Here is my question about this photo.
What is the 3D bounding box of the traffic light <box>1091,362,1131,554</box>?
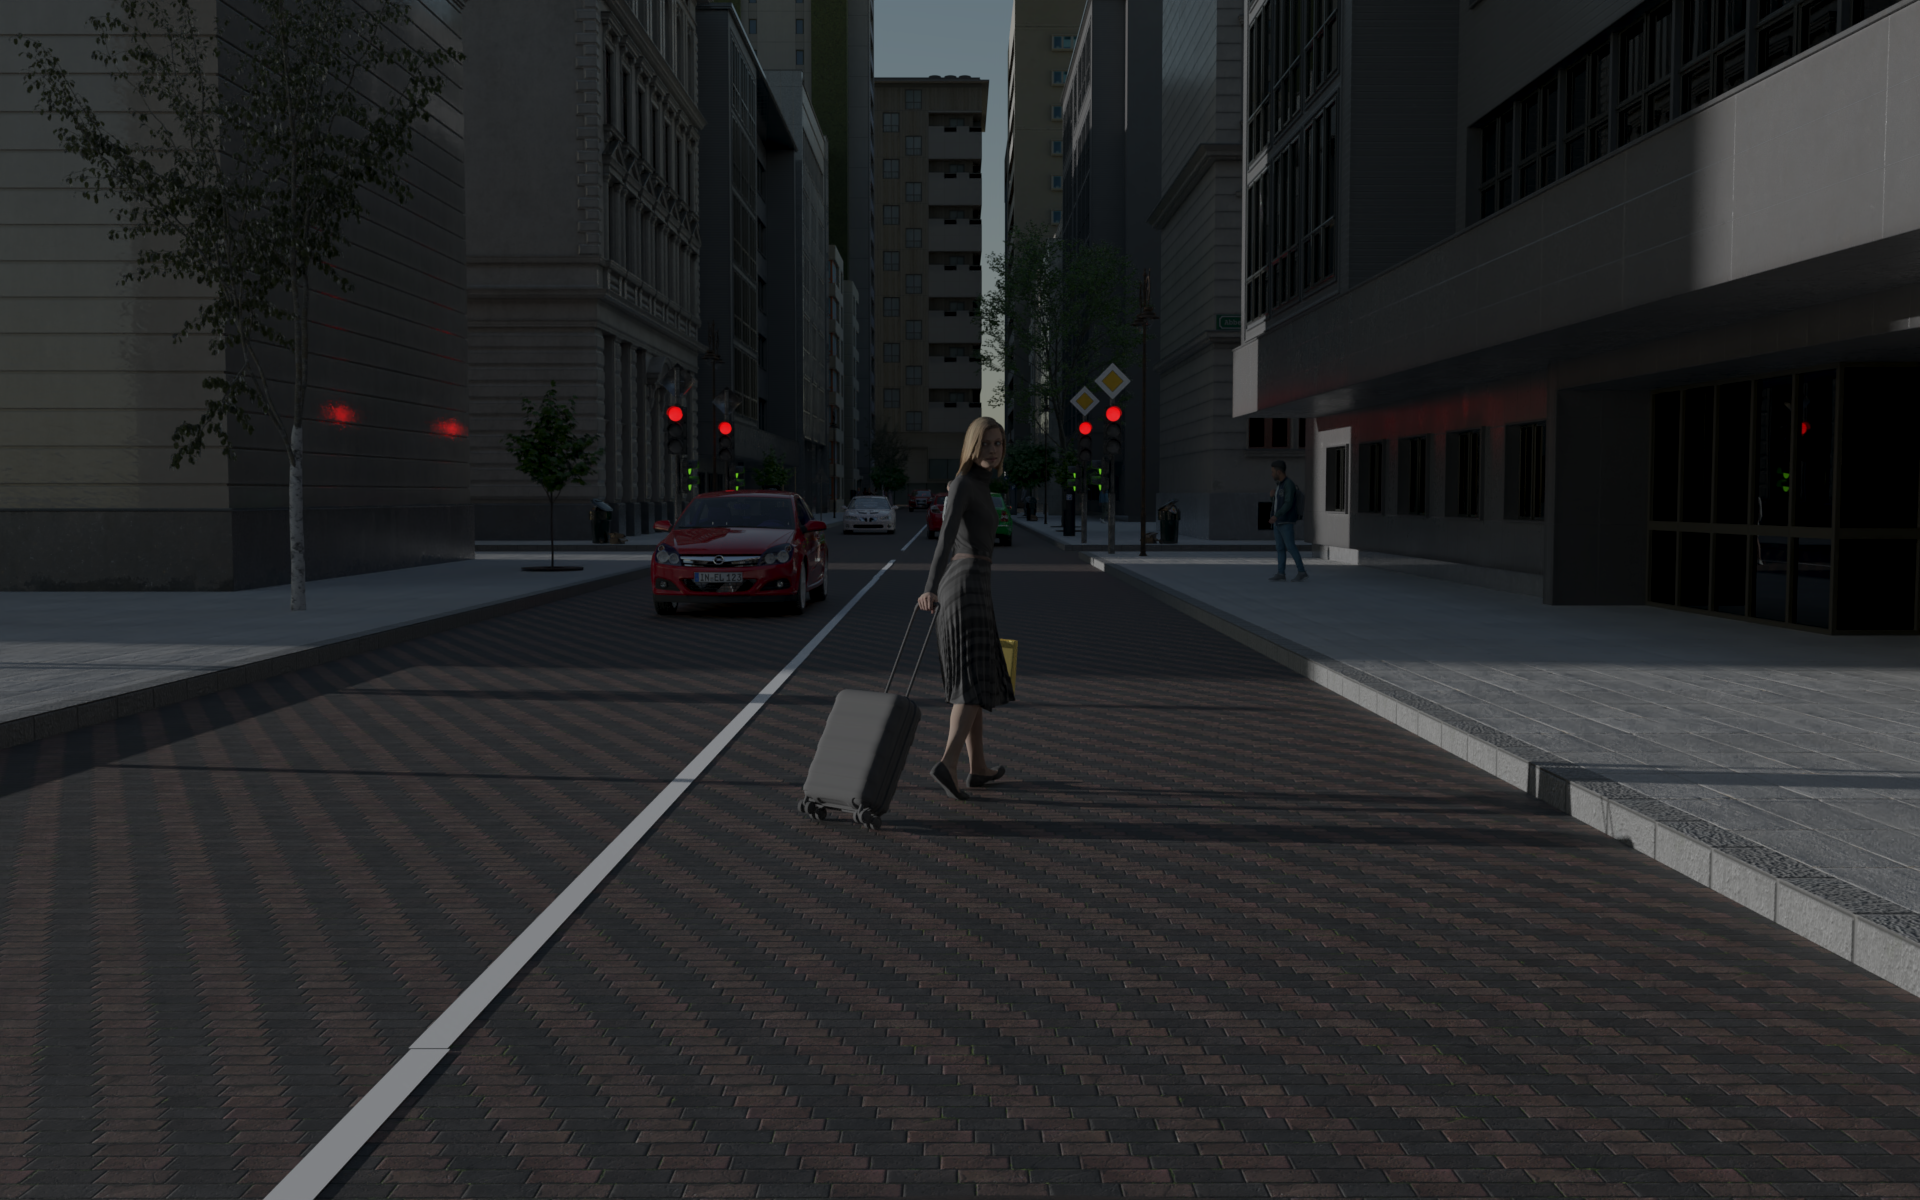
[{"bbox_3d":[3.239,-2.948,37.124,0.839,4.253,0.868,0,4,0],"label":"traffic light"}]

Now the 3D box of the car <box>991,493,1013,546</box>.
[{"bbox_3d":[0.536,-2.464,49.080,1.959,1.807,4.718,0,4,-1],"label":"car"}]

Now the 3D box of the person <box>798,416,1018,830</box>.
[{"bbox_3d":[-0.171,0.041,8.043,0.699,1.804,1.509,3,5,41],"label":"person"}]

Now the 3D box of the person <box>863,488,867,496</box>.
[{"bbox_3d":[-7.979,-8.582,146.328,0.705,1.831,1.348,-3,5,-40],"label":"person"}]

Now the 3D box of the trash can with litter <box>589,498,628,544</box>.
[{"bbox_3d":[-9.029,-2.032,44.616,1.055,1.170,0.624,2,4,23],"label":"trash can with litter"}]

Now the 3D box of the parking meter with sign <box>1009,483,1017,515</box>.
[{"bbox_3d":[3.259,-6.695,105.729,0.543,3.016,1.738,0,4,-7],"label":"parking meter with sign"}]

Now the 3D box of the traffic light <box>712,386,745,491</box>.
[{"bbox_3d":[-6.040,-3.434,45.072,0.839,4.253,0.868,0,4,0],"label":"traffic light"}]

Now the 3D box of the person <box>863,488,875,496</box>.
[{"bbox_3d":[-6.815,-7.574,130.401,1.217,1.766,0.721,-1,4,-20],"label":"person"}]

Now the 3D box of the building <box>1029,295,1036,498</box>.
[{"bbox_3d":[19.917,-17.915,137.948,27.650,21.520,28.899,0,4,0],"label":"building"}]

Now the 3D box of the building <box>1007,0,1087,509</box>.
[{"bbox_3d":[15.394,-32.950,162.435,21.300,48.544,21.600,0,4,0],"label":"building"}]

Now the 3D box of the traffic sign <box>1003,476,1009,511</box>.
[{"bbox_3d":[3.306,-7.222,118.187,0.768,2.556,0.104,1,4,9],"label":"traffic sign"}]

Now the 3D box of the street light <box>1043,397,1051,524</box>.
[{"bbox_3d":[3.647,-6.167,73.619,0.468,5.910,1.993,0,4,0],"label":"street light"}]

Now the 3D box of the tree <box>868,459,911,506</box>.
[{"bbox_3d":[-6.977,-10.941,162.603,4.285,4.588,4.351,0,3,0],"label":"tree"}]

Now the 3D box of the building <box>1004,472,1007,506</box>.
[{"bbox_3d":[15.179,-45.539,182.809,20.563,71.187,20.611,0,4,0],"label":"building"}]

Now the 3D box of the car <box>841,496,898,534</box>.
[{"bbox_3d":[-3.286,-3.107,63.157,2.083,1.381,4.827,0,4,-1],"label":"car"}]

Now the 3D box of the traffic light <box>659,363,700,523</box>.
[{"bbox_3d":[-6.022,-2.946,37.087,0.839,4.253,0.868,0,4,0],"label":"traffic light"}]

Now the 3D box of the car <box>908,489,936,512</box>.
[{"bbox_3d":[-3.086,-8.049,140.273,2.281,1.827,5.304,0,3,0],"label":"car"}]

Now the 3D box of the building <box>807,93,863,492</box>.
[{"bbox_3d":[-25.443,-28.668,160.607,32.217,40.220,23.993,0,4,0],"label":"building"}]

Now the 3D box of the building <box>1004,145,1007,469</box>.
[{"bbox_3d":[12.705,-34.391,212.403,14.200,45.320,14.600,0,4,0],"label":"building"}]

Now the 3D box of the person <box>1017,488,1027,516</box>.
[{"bbox_3d":[3.685,-5.719,99.664,0.853,1.813,0.709,0,4,-7],"label":"person"}]

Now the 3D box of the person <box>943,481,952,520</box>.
[{"bbox_3d":[-0.154,-1.559,34.990,0.512,1.701,0.522,-3,4,-37],"label":"person"}]

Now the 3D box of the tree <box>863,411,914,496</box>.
[{"bbox_3d":[-6.730,-12.385,152.857,4.360,8.622,3.978,0,3,0],"label":"tree"}]

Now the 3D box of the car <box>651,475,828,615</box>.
[{"bbox_3d":[-2.716,-0.789,21.947,2.155,1.783,4.494,0,4,1],"label":"car"}]

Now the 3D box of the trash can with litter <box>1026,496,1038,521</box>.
[{"bbox_3d":[3.466,-4.298,81.662,0.624,1.170,1.055,-1,4,-14],"label":"trash can with litter"}]

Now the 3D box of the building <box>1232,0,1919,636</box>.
[{"bbox_3d":[12.550,-12.278,19.806,14.314,24.678,30.058,0,4,0],"label":"building"}]

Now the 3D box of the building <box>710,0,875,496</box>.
[{"bbox_3d":[-23.212,-39.177,182.539,28.212,58.520,21.231,0,4,0],"label":"building"}]

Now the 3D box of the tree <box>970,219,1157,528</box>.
[{"bbox_3d":[3.932,-8.600,66.358,9.928,11.665,9.643,0,3,0],"label":"tree"}]

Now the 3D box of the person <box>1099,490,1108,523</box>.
[{"bbox_3d":[6.293,-4.235,75.632,0.444,1.785,0.601,-1,4,-13],"label":"person"}]

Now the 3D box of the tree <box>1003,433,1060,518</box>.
[{"bbox_3d":[3.708,-6.669,92.744,4.285,4.588,4.351,0,3,0],"label":"tree"}]

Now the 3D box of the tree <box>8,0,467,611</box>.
[{"bbox_3d":[-7.541,-4.191,18.888,4.360,8.622,3.978,0,3,0],"label":"tree"}]

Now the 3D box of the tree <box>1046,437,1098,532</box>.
[{"bbox_3d":[3.902,-3.935,58.934,1.663,3.219,1.824,0,3,0],"label":"tree"}]

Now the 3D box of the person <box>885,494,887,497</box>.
[{"bbox_3d":[-8.338,-11.482,193.635,0.599,1.838,0.709,1,4,10],"label":"person"}]

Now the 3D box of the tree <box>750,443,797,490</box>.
[{"bbox_3d":[-7.298,-4.390,66.375,1.663,3.219,1.824,0,3,0],"label":"tree"}]

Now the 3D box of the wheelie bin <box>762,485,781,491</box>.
[{"bbox_3d":[-6.371,-3.103,58.647,0.980,1.594,0.693,1,4,10],"label":"wheelie bin"}]

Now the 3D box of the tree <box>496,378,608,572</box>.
[{"bbox_3d":[-6.715,-2.106,29.030,1.663,3.219,1.824,0,3,0],"label":"tree"}]

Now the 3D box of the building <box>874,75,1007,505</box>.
[{"bbox_3d":[-8.158,-38.518,219.007,27.495,52.752,28.713,0,4,0],"label":"building"}]

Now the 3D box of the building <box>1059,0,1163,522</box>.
[{"bbox_3d":[12.986,-18.149,90.241,14.314,27.812,24.014,0,4,0],"label":"building"}]

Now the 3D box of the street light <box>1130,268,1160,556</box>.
[{"bbox_3d":[3.782,-3.842,35.603,0.468,5.910,1.993,0,4,0],"label":"street light"}]

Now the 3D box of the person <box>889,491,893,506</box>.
[{"bbox_3d":[-6.658,-9.812,167.136,0.621,1.740,0.551,-2,4,-34],"label":"person"}]

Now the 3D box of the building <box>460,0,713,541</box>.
[{"bbox_3d":[-14.680,-13.898,56.113,11.050,23.489,19.941,0,4,0],"label":"building"}]

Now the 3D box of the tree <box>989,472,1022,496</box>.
[{"bbox_3d":[3.684,-8.961,141.112,1.663,3.219,1.824,0,3,0],"label":"tree"}]

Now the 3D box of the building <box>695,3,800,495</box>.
[{"bbox_3d":[-15.968,-16.022,81.027,14.314,24.678,30.058,0,4,0],"label":"building"}]

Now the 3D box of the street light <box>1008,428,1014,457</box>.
[{"bbox_3d":[3.490,-8.961,119.307,0.468,5.910,1.993,0,4,0],"label":"street light"}]

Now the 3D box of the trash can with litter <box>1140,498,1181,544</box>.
[{"bbox_3d":[5.144,-2.030,44.580,1.055,1.170,0.624,2,4,26],"label":"trash can with litter"}]

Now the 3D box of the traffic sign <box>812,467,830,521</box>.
[{"bbox_3d":[-6.558,-4.999,81.729,0.884,2.594,0.081,0,4,5],"label":"traffic sign"}]

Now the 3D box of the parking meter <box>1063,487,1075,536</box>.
[{"bbox_3d":[3.324,-2.707,52.665,0.372,1.533,0.369,0,3,0],"label":"parking meter"}]

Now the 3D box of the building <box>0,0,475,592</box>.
[{"bbox_3d":[-21.669,-14.092,27.673,25.104,27.353,12.463,0,4,0],"label":"building"}]

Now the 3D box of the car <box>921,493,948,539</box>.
[{"bbox_3d":[-0.185,-2.905,56.534,2.155,1.783,4.494,0,4,-2],"label":"car"}]

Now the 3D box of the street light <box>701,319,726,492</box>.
[{"bbox_3d":[-6.527,-4.479,46.021,0.468,5.910,1.993,0,4,0],"label":"street light"}]

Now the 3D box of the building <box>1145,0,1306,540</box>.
[{"bbox_3d":[18.000,-16.264,53.309,23.554,28.519,14.401,0,4,0],"label":"building"}]

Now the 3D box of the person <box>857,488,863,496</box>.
[{"bbox_3d":[-7.721,-7.698,132.461,0.990,1.755,0.434,0,4,7],"label":"person"}]

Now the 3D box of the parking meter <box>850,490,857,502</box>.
[{"bbox_3d":[-6.185,-5.627,100.418,0.372,1.533,0.369,0,3,0],"label":"parking meter"}]

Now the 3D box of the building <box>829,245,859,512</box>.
[{"bbox_3d":[-22.500,-17.722,134.788,27.650,21.520,28.899,0,4,0],"label":"building"}]

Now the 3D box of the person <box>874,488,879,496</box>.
[{"bbox_3d":[-6.554,-7.970,137.076,0.721,1.735,1.217,1,4,19],"label":"person"}]

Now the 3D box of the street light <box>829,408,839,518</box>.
[{"bbox_3d":[-6.661,-7.274,91.709,0.468,5.910,1.993,0,4,0],"label":"street light"}]

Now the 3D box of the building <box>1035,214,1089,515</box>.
[{"bbox_3d":[10.456,-15.700,111.448,10.420,20.320,16.860,0,4,0],"label":"building"}]

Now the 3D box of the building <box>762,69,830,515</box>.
[{"bbox_3d":[-14.809,-17.659,106.753,12.078,24.808,19.932,0,4,0],"label":"building"}]

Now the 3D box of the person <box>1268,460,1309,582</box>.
[{"bbox_3d":[4.759,-1.164,25.428,0.721,1.781,0.623,-1,4,-17],"label":"person"}]

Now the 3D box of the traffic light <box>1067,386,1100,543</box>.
[{"bbox_3d":[3.221,-3.437,45.109,0.839,4.253,0.868,0,4,0],"label":"traffic light"}]
